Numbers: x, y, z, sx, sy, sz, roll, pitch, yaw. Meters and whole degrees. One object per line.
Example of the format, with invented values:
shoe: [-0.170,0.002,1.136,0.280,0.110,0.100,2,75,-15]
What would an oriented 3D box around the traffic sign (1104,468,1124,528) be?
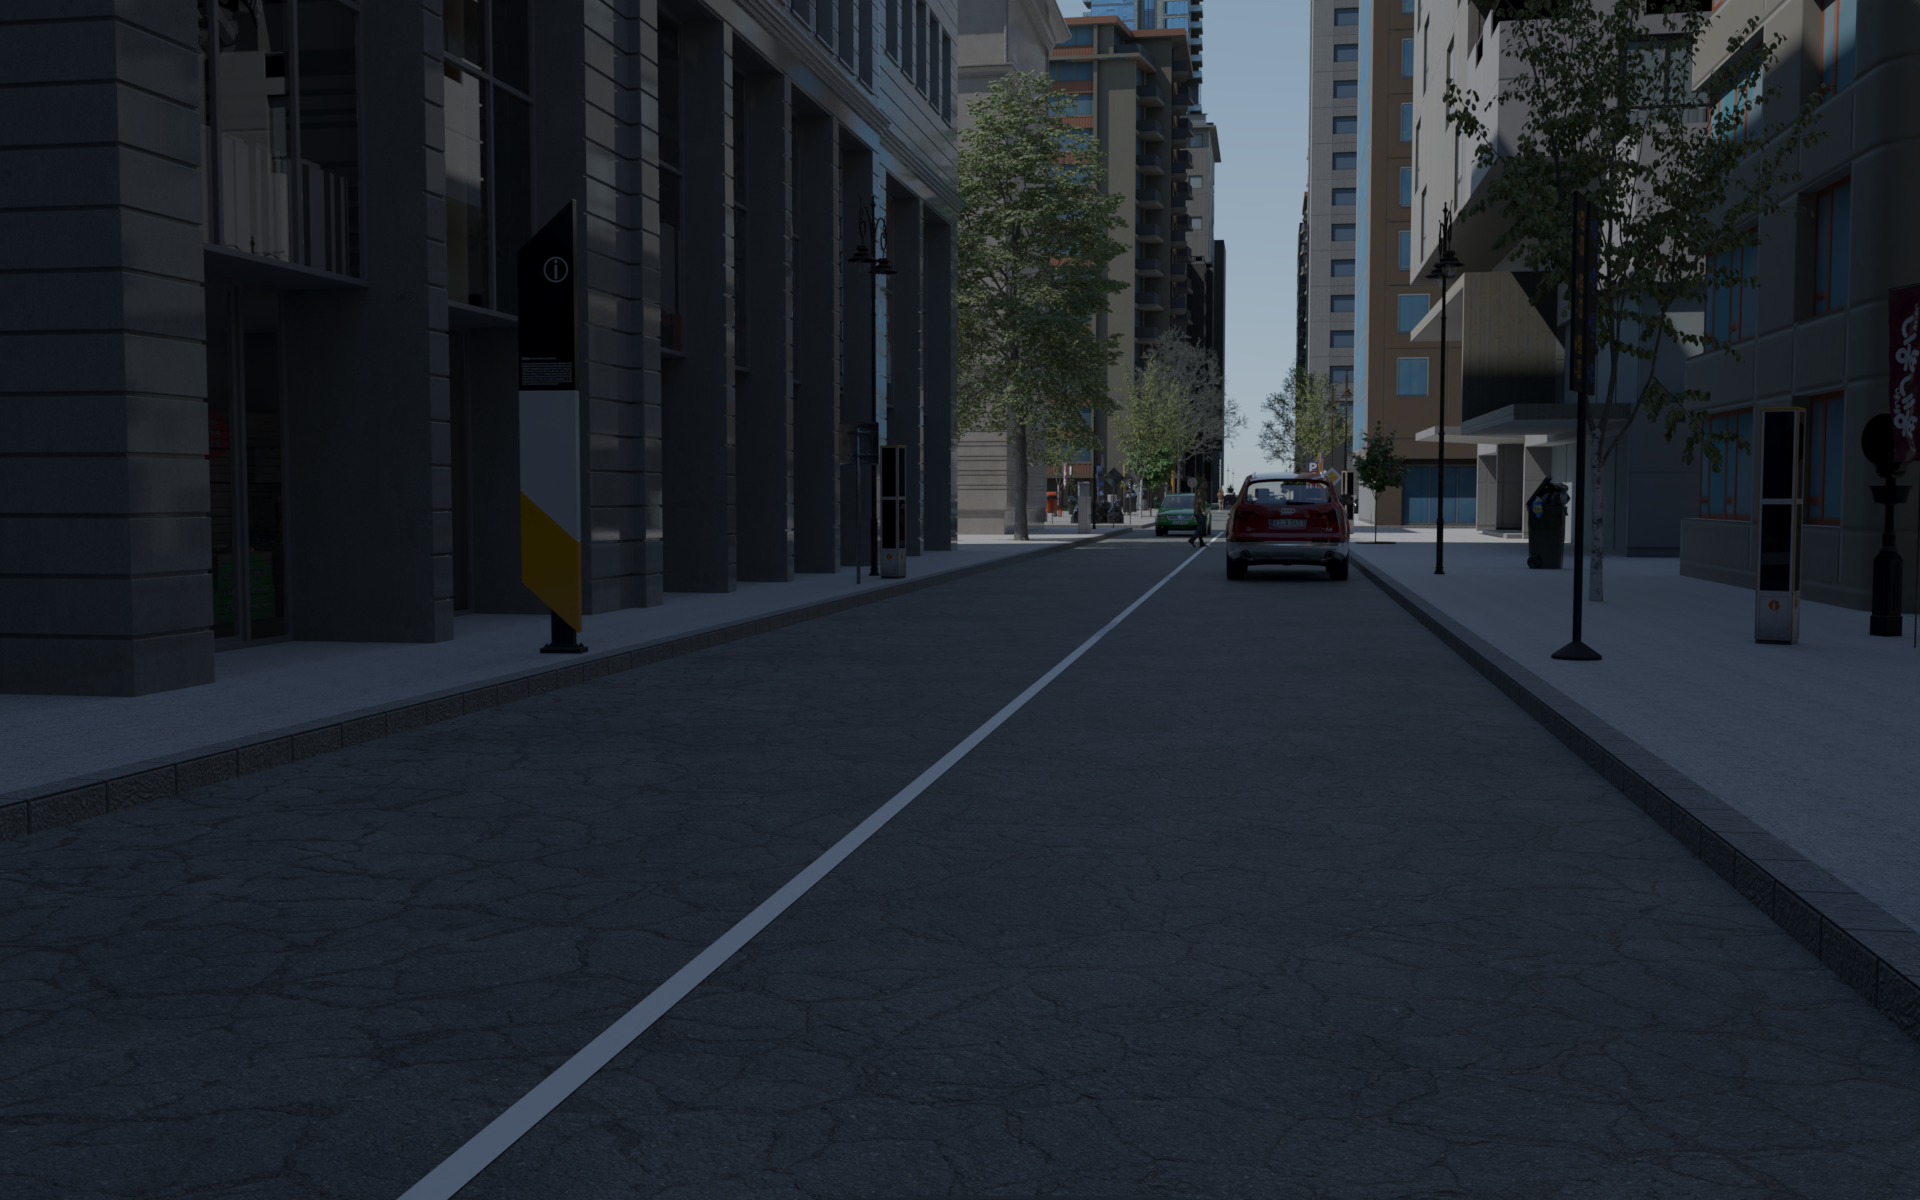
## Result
traffic sign: [5.772,-3.753,65.003,0.795,2.450,0.064,1,4,10]

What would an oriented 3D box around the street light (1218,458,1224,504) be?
street light: [34.830,-15.752,230.338,0.468,5.910,1.993,1,4,10]

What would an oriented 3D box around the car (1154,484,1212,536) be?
car: [7.793,-3.147,60.253,1.959,1.807,4.718,1,4,11]

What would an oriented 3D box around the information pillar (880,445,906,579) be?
information pillar: [-1.014,-1.332,26.273,0.304,2.012,0.304,1,4,23]

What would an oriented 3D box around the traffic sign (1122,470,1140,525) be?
traffic sign: [7.173,-4.234,72.865,0.795,2.450,0.064,1,4,10]

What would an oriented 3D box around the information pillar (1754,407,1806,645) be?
information pillar: [7.016,-0.632,14.817,0.304,2.012,0.304,3,4,36]

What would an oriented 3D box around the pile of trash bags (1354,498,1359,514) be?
pile of trash bags: [25.367,-6.244,111.838,1.912,1.369,3.447,-1,4,-20]

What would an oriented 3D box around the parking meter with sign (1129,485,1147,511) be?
parking meter with sign: [13.702,-8.406,133.693,0.543,3.016,1.738,-3,5,-45]

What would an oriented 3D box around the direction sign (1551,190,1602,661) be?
direction sign: [4.805,-1.309,13.392,0.379,3.537,0.876,2,4,30]

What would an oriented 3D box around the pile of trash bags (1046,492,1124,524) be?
pile of trash bags: [5.326,-4.004,75.221,3.447,1.369,1.912,-1,4,-10]

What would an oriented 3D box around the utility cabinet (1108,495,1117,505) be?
utility cabinet: [11.979,-7.643,136.130,0.306,1.237,1.020,2,4,34]

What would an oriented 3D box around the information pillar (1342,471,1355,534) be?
information pillar: [12.431,-3.120,55.502,0.304,2.012,0.304,-1,4,-15]

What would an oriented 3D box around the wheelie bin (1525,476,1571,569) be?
wheelie bin: [10.135,-1.343,29.860,0.693,1.594,0.980,2,4,24]

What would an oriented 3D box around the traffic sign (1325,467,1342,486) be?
traffic sign: [13.639,-3.666,63.586,0.795,2.450,0.064,1,4,10]

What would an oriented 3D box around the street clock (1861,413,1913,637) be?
street clock: [8.376,-0.675,15.609,0.358,2.002,0.471,-1,4,-20]

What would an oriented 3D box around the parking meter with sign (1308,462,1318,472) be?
parking meter with sign: [19.493,-6.094,95.896,0.543,3.016,1.738,1,4,9]

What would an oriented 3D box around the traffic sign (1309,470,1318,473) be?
traffic sign: [18.900,-5.655,92.557,0.768,2.556,0.104,1,4,11]

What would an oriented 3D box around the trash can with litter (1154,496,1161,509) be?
trash can with litter: [16.696,-8.135,144.394,1.055,1.170,0.624,0,4,6]

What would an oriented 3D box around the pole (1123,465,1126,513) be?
pole: [11.406,-7.713,119.956,0.158,3.312,0.155,0,3,0]

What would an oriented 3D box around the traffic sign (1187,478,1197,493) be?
traffic sign: [17.975,-8.195,134.088,0.768,2.556,0.104,1,4,11]

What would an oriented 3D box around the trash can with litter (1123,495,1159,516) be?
trash can with litter: [10.439,-5.677,103.883,2.233,1.210,1.678,-3,4,-37]

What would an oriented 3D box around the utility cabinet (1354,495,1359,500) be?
utility cabinet: [28.270,-6.901,123.995,0.306,1.237,1.020,-1,4,-16]

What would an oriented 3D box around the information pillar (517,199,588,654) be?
information pillar: [-3.284,-1.380,13.911,0.504,3.616,0.183,0,4,8]

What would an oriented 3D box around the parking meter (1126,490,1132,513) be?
parking meter: [11.348,-6.603,116.364,0.372,1.533,0.369,0,3,0]

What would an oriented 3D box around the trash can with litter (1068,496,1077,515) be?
trash can with litter: [7.086,-5.824,106.609,0.624,1.170,1.055,-2,4,-33]

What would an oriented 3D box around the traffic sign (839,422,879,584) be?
traffic sign: [-1.443,-1.375,24.611,0.606,2.300,0.079,1,4,18]

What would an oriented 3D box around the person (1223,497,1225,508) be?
person: [27.496,-10.353,181.001,0.697,1.427,0.421,2,4,33]

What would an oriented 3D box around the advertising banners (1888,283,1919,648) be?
advertising banners: [7.994,-1.078,13.814,0.090,3.025,2.074,0,4,-4]

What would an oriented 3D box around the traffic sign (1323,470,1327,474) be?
traffic sign: [15.040,-4.147,71.448,0.795,2.450,0.064,1,4,10]

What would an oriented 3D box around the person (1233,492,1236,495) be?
person: [38.258,-14.221,241.684,0.551,1.740,0.621,2,4,31]

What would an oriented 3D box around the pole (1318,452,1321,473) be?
pole: [17.379,-5.490,83.605,0.158,3.312,0.155,0,3,0]

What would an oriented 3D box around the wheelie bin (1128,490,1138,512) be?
wheelie bin: [12.243,-7.085,123.751,0.693,1.594,0.980,-2,4,-34]

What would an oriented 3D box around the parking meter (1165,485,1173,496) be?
parking meter: [12.550,-6.015,104.053,0.399,1.863,0.255,-3,4,-36]

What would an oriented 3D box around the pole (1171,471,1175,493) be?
pole: [16.393,-8.544,133.541,0.158,3.312,0.155,0,3,0]

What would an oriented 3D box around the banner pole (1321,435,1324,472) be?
banner pole: [15.203,-5.057,72.694,0.401,3.779,0.863,1,4,8]

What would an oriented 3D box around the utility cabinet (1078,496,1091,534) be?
utility cabinet: [4.024,-2.736,55.896,0.306,1.237,1.020,1,4,12]

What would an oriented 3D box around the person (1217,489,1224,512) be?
person: [21.483,-8.188,142.342,0.573,1.828,0.580,3,5,44]

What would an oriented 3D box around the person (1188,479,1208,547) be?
person: [6.471,-2.340,46.675,0.836,1.842,0.656,-3,5,-41]

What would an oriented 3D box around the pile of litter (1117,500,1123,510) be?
pile of litter: [13.276,-7.862,142.502,1.719,0.858,1.176,-2,4,-29]

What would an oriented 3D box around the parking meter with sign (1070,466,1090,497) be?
parking meter with sign: [7.756,-6.850,108.252,1.738,3.016,0.543,0,4,-7]

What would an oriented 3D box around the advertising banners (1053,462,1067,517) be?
advertising banners: [5.592,-6.158,96.864,0.090,3.025,2.074,-1,4,-18]

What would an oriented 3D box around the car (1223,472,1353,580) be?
car: [5.761,-1.334,30.481,2.281,1.827,5.304,1,4,11]

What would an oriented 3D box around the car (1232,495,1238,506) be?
car: [31.381,-11.102,193.881,2.083,1.381,4.827,1,4,9]

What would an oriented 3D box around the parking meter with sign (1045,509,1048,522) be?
parking meter with sign: [3.594,-5.108,79.780,0.543,3.016,1.738,1,4,20]
